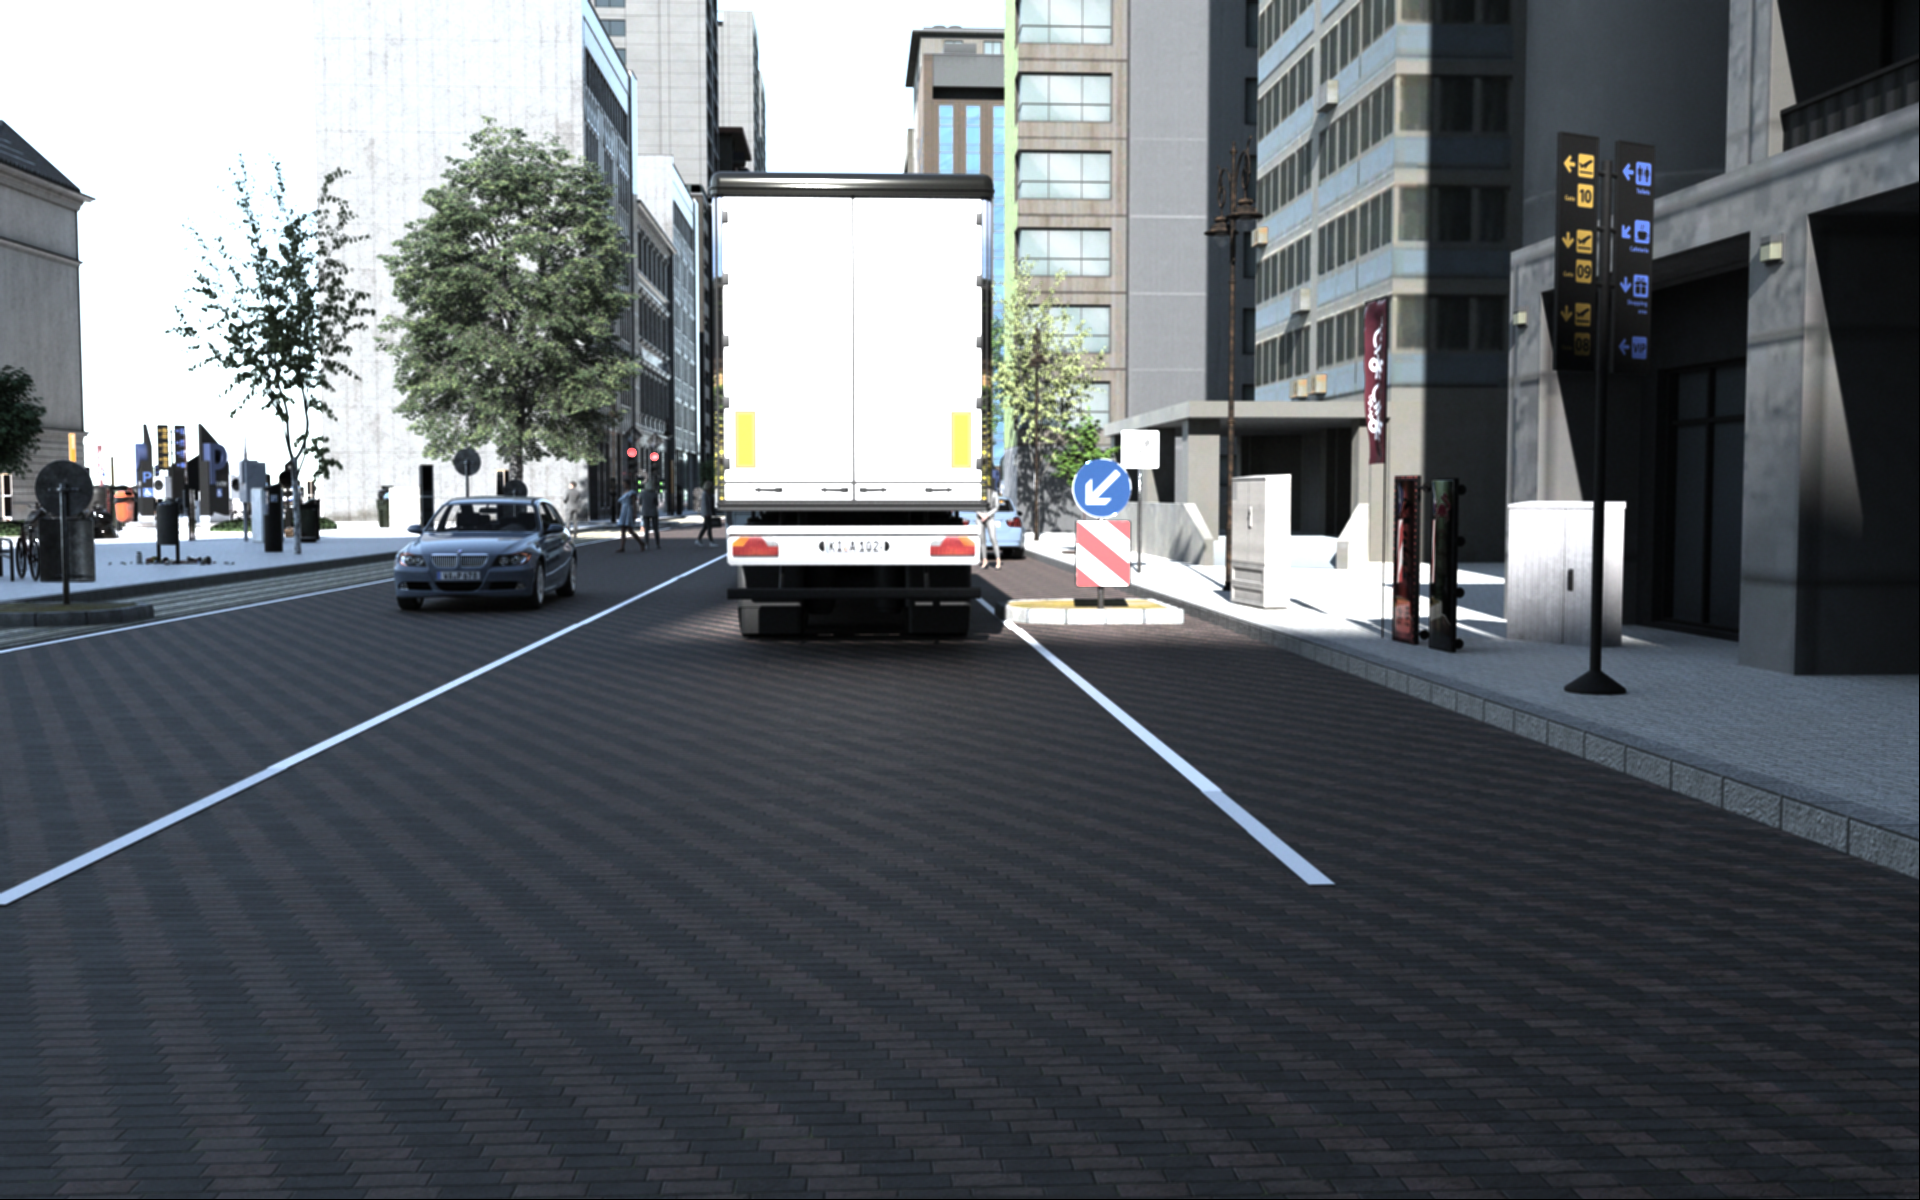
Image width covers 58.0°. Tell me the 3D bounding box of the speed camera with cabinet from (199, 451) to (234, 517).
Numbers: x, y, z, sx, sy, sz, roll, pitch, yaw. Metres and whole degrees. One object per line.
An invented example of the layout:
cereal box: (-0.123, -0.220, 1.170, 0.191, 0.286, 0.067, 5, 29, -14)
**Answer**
speed camera with cabinet: (-34.047, -5.221, 79.705, 0.660, 3.252, 2.038, 1, 4, 22)

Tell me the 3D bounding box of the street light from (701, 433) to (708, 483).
street light: (-18.988, -9.526, 128.535, 0.468, 5.910, 1.993, 0, 4, -3)

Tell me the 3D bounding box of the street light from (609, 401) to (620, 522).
street light: (-15.927, -6.538, 79.686, 0.468, 5.910, 1.993, 0, 4, -3)

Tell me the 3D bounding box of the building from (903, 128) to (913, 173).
building: (3.705, -36.435, 219.414, 21.300, 48.544, 21.600, 0, 4, -3)

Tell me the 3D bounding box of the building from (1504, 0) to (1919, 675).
building: (16.377, -34.719, 5.913, 20.563, 71.187, 20.611, 0, 4, -3)

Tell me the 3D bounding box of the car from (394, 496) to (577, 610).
car: (-6.207, -0.676, 23.063, 2.014, 1.417, 4.499, 0, 4, -4)

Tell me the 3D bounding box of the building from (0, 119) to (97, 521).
building: (-53.142, -13.330, 82.577, 19.286, 19.102, 10.561, 0, 4, -3)

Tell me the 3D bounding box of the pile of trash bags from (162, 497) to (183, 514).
pile of trash bags: (-51.296, -6.192, 110.996, 3.447, 1.369, 1.912, 1, 4, 12)

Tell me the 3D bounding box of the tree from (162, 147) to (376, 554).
tree: (-14.313, -5.282, 36.730, 4.737, 8.622, 4.395, 0, 3, 0)

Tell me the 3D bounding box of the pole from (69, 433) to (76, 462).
pole: (-29.838, -3.942, 58.289, 0.158, 3.312, 0.155, 0, 3, 0)

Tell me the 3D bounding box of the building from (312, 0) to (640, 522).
building: (-23.776, -16.563, 88.830, 12.078, 24.808, 19.932, 0, 4, -3)

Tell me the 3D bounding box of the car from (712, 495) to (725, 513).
car: (-15.951, -6.333, 115.548, 2.014, 1.417, 4.499, 0, 4, -5)

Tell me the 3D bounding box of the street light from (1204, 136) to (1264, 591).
street light: (3.586, -3.063, 22.869, 0.468, 5.910, 1.993, 0, 4, -3)

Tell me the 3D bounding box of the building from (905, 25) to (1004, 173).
building: (8.591, -37.052, 195.037, 28.713, 52.752, 27.495, 0, 4, -3)

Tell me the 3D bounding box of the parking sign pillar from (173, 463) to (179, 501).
parking sign pillar: (-54.127, -8.020, 119.592, 1.447, 3.967, 1.447, 2, 4, 27)

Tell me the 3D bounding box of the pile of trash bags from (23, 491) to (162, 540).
pile of trash bags: (-25.111, -2.453, 49.851, 1.912, 1.369, 3.447, 1, 4, 17)

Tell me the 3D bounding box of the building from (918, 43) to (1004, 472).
building: (2.956, -32.047, 174.072, 14.600, 45.320, 14.200, 0, 4, -3)

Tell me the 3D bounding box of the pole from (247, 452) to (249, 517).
pole: (-34.624, -5.514, 84.002, 0.158, 3.312, 0.155, 0, 3, 0)

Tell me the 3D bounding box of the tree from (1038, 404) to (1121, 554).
tree: (2.766, -2.609, 37.261, 1.663, 3.219, 1.824, 0, 3, 0)

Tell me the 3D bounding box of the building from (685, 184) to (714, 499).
building: (-29.655, -23.780, 160.507, 14.160, 30.474, 14.107, 0, 4, -3)

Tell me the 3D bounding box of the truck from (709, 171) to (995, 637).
truck: (-1.251, -1.946, 20.731, 2.839, 4.237, 11.283, 0, 4, -3)

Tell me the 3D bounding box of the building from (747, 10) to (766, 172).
building: (-38.445, -50.361, 261.648, 20.563, 71.187, 20.611, 0, 4, -3)

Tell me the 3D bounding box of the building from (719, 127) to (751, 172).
building: (-35.659, -33.481, 202.034, 22.147, 44.769, 28.867, 0, 4, -3)

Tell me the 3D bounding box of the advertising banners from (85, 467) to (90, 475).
advertising banners: (-55.594, -7.077, 111.900, 2.074, 3.025, 0.090, -1, 4, -17)

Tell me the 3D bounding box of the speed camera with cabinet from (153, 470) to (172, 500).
speed camera with cabinet: (-40.855, -5.690, 87.374, 2.038, 3.252, 0.660, 1, 4, 12)

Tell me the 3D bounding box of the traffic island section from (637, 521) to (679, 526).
traffic island section: (-13.952, -3.489, 79.321, 2.009, 0.180, 2.903, 0, 4, -3)

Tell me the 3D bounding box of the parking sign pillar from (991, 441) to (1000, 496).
parking sign pillar: (1.399, -6.003, 86.618, 1.447, 3.967, 1.447, 0, 4, 1)

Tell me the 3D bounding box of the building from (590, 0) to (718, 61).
building: (-32.961, -45.148, 176.421, 20.563, 71.187, 20.611, 0, 4, -3)

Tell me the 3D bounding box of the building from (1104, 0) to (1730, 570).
building: (19.977, -21.131, 37.380, 32.217, 40.220, 23.993, 0, 4, -3)

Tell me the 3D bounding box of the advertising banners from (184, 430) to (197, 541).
advertising banners: (-21.307, -3.163, 47.904, 0.090, 3.025, 2.074, -1, 4, -18)

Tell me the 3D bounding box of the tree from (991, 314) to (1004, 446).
tree: (-0.135, -10.182, 92.236, 9.928, 11.665, 9.643, 0, 3, 0)

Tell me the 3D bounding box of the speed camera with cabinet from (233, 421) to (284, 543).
speed camera with cabinet: (-18.777, -3.191, 46.504, 0.660, 3.252, 2.038, -3, 4, -38)

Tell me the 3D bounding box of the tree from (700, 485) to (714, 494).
tree: (-21.281, -9.424, 148.688, 1.663, 3.219, 1.824, 0, 3, 0)

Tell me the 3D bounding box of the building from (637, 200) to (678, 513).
building: (-24.677, -16.734, 109.757, 11.583, 22.565, 21.152, 0, 4, -3)

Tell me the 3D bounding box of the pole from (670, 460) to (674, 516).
pole: (-17.137, -6.676, 103.004, 0.158, 3.312, 0.155, 0, 3, 0)

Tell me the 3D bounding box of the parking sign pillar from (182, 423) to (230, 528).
parking sign pillar: (-28.605, -4.768, 66.425, 1.447, 3.967, 1.447, 1, 4, 11)

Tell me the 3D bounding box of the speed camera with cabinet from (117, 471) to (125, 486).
speed camera with cabinet: (-70.444, -9.256, 145.671, 0.660, 3.252, 2.038, -2, 4, -33)

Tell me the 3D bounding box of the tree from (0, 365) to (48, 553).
tree: (-21.588, -3.303, 37.712, 4.285, 4.588, 4.351, 0, 3, 0)

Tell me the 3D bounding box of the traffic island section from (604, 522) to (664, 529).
traffic island section: (-13.462, -3.001, 71.351, 2.009, 0.180, 2.903, 0, 4, -3)

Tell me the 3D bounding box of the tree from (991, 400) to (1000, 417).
tree: (-1.971, -12.241, 117.148, 9.611, 12.733, 9.660, 0, 3, 0)

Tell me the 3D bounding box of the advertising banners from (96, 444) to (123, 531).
advertising banners: (-29.839, -3.948, 60.736, 2.074, 3.025, 0.090, 3, 5, 44)

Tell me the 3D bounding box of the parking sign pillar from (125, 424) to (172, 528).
parking sign pillar: (-30.967, -4.729, 65.787, 1.447, 3.967, 1.447, -2, 4, -33)

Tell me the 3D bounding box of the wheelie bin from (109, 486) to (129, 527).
wheelie bin: (-32.602, -3.625, 67.182, 0.980, 1.594, 0.693, -1, 4, -18)

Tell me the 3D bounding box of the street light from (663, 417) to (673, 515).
street light: (-17.563, -8.039, 104.223, 0.468, 5.910, 1.993, 0, 4, -3)

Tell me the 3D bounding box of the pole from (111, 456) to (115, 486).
pole: (-45.607, -6.080, 93.257, 0.158, 3.312, 0.155, 0, 3, 0)

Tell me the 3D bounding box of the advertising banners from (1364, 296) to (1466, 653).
advertising banners: (3.849, -1.141, 14.842, 0.090, 3.025, 2.074, -1, 4, -8)

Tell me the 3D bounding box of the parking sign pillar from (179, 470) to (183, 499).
parking sign pillar: (-45.885, -7.072, 104.094, 1.447, 3.967, 1.447, -1, 4, -18)

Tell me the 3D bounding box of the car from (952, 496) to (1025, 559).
car: (0.469, -1.673, 39.349, 2.014, 1.417, 4.499, 0, 4, -3)

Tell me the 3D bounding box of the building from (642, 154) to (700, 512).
building: (-26.581, -19.109, 130.456, 12.078, 24.808, 19.932, 0, 4, -3)

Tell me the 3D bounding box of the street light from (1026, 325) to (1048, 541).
street light: (2.098, -4.565, 47.420, 0.468, 5.910, 1.993, 0, 4, -3)

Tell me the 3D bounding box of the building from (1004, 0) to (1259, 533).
building: (8.487, -23.247, 63.686, 14.154, 41.232, 14.086, 0, 4, -3)

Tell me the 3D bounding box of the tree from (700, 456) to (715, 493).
tree: (-20.502, -9.824, 144.330, 4.285, 4.588, 4.351, 0, 3, 0)

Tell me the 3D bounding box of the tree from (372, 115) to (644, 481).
tree: (-15.471, -9.397, 60.295, 9.857, 13.997, 8.962, 0, 3, 0)

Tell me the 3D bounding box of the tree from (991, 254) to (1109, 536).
tree: (2.406, -6.276, 52.972, 4.737, 8.622, 4.395, 0, 3, 0)
